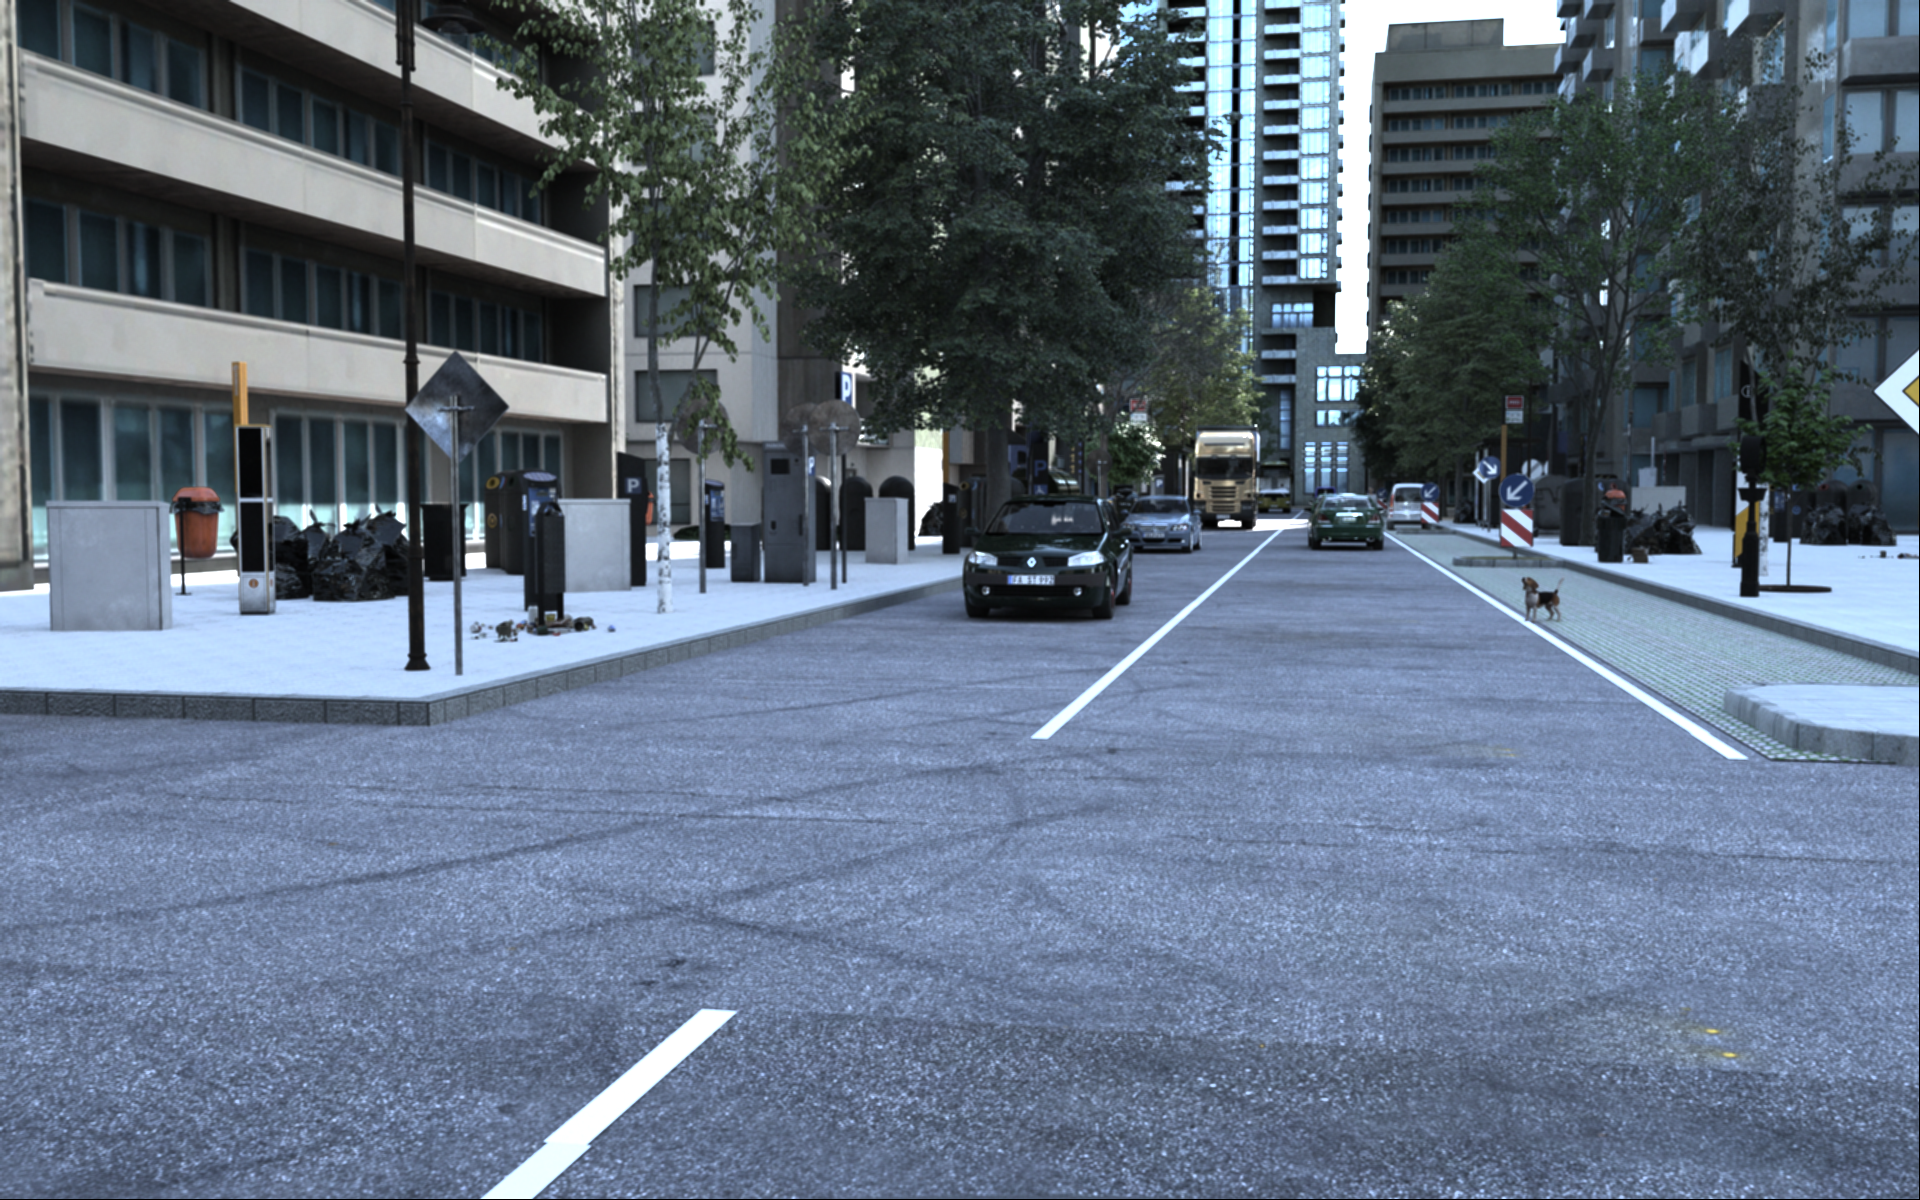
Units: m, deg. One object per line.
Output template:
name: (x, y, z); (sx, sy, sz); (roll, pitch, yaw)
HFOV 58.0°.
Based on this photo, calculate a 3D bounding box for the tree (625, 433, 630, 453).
tree: (-9.696, -3.269, 48.048); (1.663, 3.219, 1.824); (0, 3, 0)

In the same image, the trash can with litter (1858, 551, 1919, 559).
trash can with litter: (19.195, -1.440, 34.607); (2.233, 1.210, 1.678); (1, 4, 22)

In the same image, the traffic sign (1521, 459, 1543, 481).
traffic sign: (20.959, -3.878, 63.504); (0.768, 2.556, 0.104); (1, 4, 13)

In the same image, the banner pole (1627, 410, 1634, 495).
banner pole: (19.917, -3.765, 51.567); (0.401, 3.779, 0.863); (2, 4, 28)

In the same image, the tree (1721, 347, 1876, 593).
tree: (11.018, -1.740, 23.058); (1.663, 3.219, 1.824); (0, 3, 0)

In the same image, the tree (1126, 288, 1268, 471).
tree: (13.028, -10.813, 94.926); (7.486, 12.596, 7.792); (0, 3, 0)

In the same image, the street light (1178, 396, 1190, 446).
street light: (10.489, -6.642, 81.390); (0.468, 5.910, 1.993); (1, 4, 12)

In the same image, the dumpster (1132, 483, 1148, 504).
dumpster: (8.734, -4.718, 82.902); (1.264, 1.857, 1.865); (1, 4, 12)

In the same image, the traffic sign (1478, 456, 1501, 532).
traffic sign: (17.824, -3.559, 58.290); (0.768, 2.556, 0.104); (1, 4, 15)

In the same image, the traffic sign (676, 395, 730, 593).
traffic sign: (-3.331, -1.361, 22.354); (0.768, 2.556, 0.104); (1, 4, 16)

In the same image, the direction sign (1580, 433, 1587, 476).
direction sign: (23.157, -4.427, 64.386); (0.379, 3.537, 0.876); (0, 4, 5)

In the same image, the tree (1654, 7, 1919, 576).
tree: (12.553, -4.663, 26.607); (4.360, 8.622, 3.978); (0, 3, 0)

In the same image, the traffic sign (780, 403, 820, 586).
traffic sign: (-2.154, -1.470, 24.134); (0.768, 2.556, 0.104); (1, 4, 17)

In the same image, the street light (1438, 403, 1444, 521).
street light: (23.078, -6.742, 83.017); (0.468, 5.910, 1.993); (1, 4, 12)

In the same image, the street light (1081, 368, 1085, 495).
street light: (3.339, -4.539, 46.993); (0.468, 5.910, 1.993); (1, 4, 12)

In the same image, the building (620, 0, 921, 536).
building: (-8.748, -22.857, 57.312); (14.154, 41.232, 14.086); (1, 4, 12)

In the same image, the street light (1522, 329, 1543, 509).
street light: (15.863, -4.614, 48.222); (0.468, 5.910, 1.993); (1, 4, 12)

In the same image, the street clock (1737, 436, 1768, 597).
street clock: (9.872, -1.041, 21.596); (0.358, 2.002, 0.471); (2, 4, 35)

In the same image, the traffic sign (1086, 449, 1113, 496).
traffic sign: (3.905, -2.976, 48.763); (0.768, 2.556, 0.104); (1, 4, 19)

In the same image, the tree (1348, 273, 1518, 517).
tree: (27.112, -11.643, 97.015); (9.857, 13.997, 8.962); (0, 3, 0)

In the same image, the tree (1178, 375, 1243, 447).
tree: (16.012, -9.880, 111.895); (4.360, 8.622, 3.978); (0, 3, 0)

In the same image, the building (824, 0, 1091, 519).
building: (0.382, -26.059, 109.652); (14.154, 41.232, 14.086); (1, 4, 12)

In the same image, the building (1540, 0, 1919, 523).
building: (47.005, -29.396, 100.233); (23.786, 49.044, 30.456); (1, 4, 12)

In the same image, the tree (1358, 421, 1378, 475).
tree: (37.512, -14.049, 147.830); (7.486, 12.596, 7.792); (0, 3, 0)

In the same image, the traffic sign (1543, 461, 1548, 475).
traffic sign: (21.101, -3.757, 61.531); (0.768, 2.556, 0.104); (1, 4, 12)

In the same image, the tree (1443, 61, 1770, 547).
tree: (15.564, -7.117, 42.111); (9.928, 11.665, 9.643); (0, 3, 0)

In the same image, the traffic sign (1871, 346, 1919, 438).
traffic sign: (5.789, -0.404, 10.246); (0.795, 2.450, 0.064); (1, 4, 12)

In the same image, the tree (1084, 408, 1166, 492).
tree: (6.223, -5.057, 66.393); (4.285, 4.588, 4.351); (0, 3, 0)

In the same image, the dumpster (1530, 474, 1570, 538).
dumpster: (17.561, -2.795, 51.462); (1.264, 1.857, 1.865); (1, 4, 12)

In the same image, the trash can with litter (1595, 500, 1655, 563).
trash can with litter: (12.459, -1.289, 32.454); (1.055, 1.170, 0.624); (1, 4, 21)

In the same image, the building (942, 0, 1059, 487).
building: (-2.547, -19.828, 95.881); (14.160, 30.474, 14.107); (1, 4, 12)

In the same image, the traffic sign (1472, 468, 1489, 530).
traffic sign: (18.592, -3.690, 61.509); (0.795, 2.450, 0.064); (1, 4, 19)

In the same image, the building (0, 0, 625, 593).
building: (-20.816, -25.049, 33.253); (21.300, 48.544, 21.600); (1, 4, 12)

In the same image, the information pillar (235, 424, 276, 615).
information pillar: (-7.496, -0.853, 18.432); (0.304, 2.012, 0.304); (0, 4, -8)

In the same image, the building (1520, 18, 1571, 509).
building: (53.731, -49.930, 129.020); (22.319, 86.520, 31.000); (1, 4, 12)

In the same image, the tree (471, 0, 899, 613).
tree: (-2.944, -4.161, 18.401); (4.737, 8.622, 4.395); (0, 3, 0)

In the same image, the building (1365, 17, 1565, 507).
building: (53.483, -34.084, 180.973); (21.600, 48.544, 21.300); (1, 4, 12)

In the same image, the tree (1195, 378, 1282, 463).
tree: (24.477, -13.899, 152.997); (9.928, 11.665, 9.643); (0, 3, 0)

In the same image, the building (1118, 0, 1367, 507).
building: (27.619, -53.330, 184.610); (31.000, 86.520, 22.319); (1, 4, 12)

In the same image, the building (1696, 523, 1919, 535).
building: (39.215, -27.169, 63.824); (23.786, 49.044, 30.456); (1, 4, 12)

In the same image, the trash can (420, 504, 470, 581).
trash can: (-7.633, -0.855, 25.638); (0.748, 1.137, 0.748); (0, 3, 0)

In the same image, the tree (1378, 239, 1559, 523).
tree: (22.827, -9.747, 77.490); (7.486, 12.596, 7.792); (0, 3, 0)

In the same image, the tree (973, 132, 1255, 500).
tree: (4.873, -9.019, 57.826); (12.009, 13.543, 11.850); (0, 3, 0)

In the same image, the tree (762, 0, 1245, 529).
tree: (0.760, -7.831, 34.693); (9.857, 13.997, 8.962); (0, 3, 0)

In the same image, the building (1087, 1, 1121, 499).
building: (3.662, -28.948, 123.415); (14.600, 45.320, 14.200); (1, 4, 12)

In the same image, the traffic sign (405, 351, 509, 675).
traffic sign: (-3.549, -0.524, 12.215); (0.795, 2.450, 0.064); (1, 4, 12)

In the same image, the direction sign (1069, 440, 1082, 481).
direction sign: (4.864, -4.907, 72.226); (0.379, 3.537, 0.876); (-3, 4, -39)

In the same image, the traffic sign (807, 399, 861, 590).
traffic sign: (-1.698, -1.413, 23.216); (0.768, 2.556, 0.104); (1, 4, 15)

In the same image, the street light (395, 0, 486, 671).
street light: (-3.965, -2.428, 12.478); (0.468, 5.910, 1.993); (1, 4, 12)

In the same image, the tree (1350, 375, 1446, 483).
tree: (30.223, -11.101, 115.913); (8.767, 10.594, 7.601); (1, 4, 21)

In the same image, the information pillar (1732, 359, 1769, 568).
information pillar: (13.725, -2.367, 30.054); (0.504, 3.616, 0.183); (1, 4, 15)

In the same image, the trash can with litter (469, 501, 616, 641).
trash can with litter: (-4.052, -0.308, 16.099); (1.678, 1.210, 2.233); (0, 4, 7)

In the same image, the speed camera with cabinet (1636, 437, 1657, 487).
speed camera with cabinet: (24.069, -4.065, 60.795); (0.660, 3.252, 2.038); (1, 4, 20)
